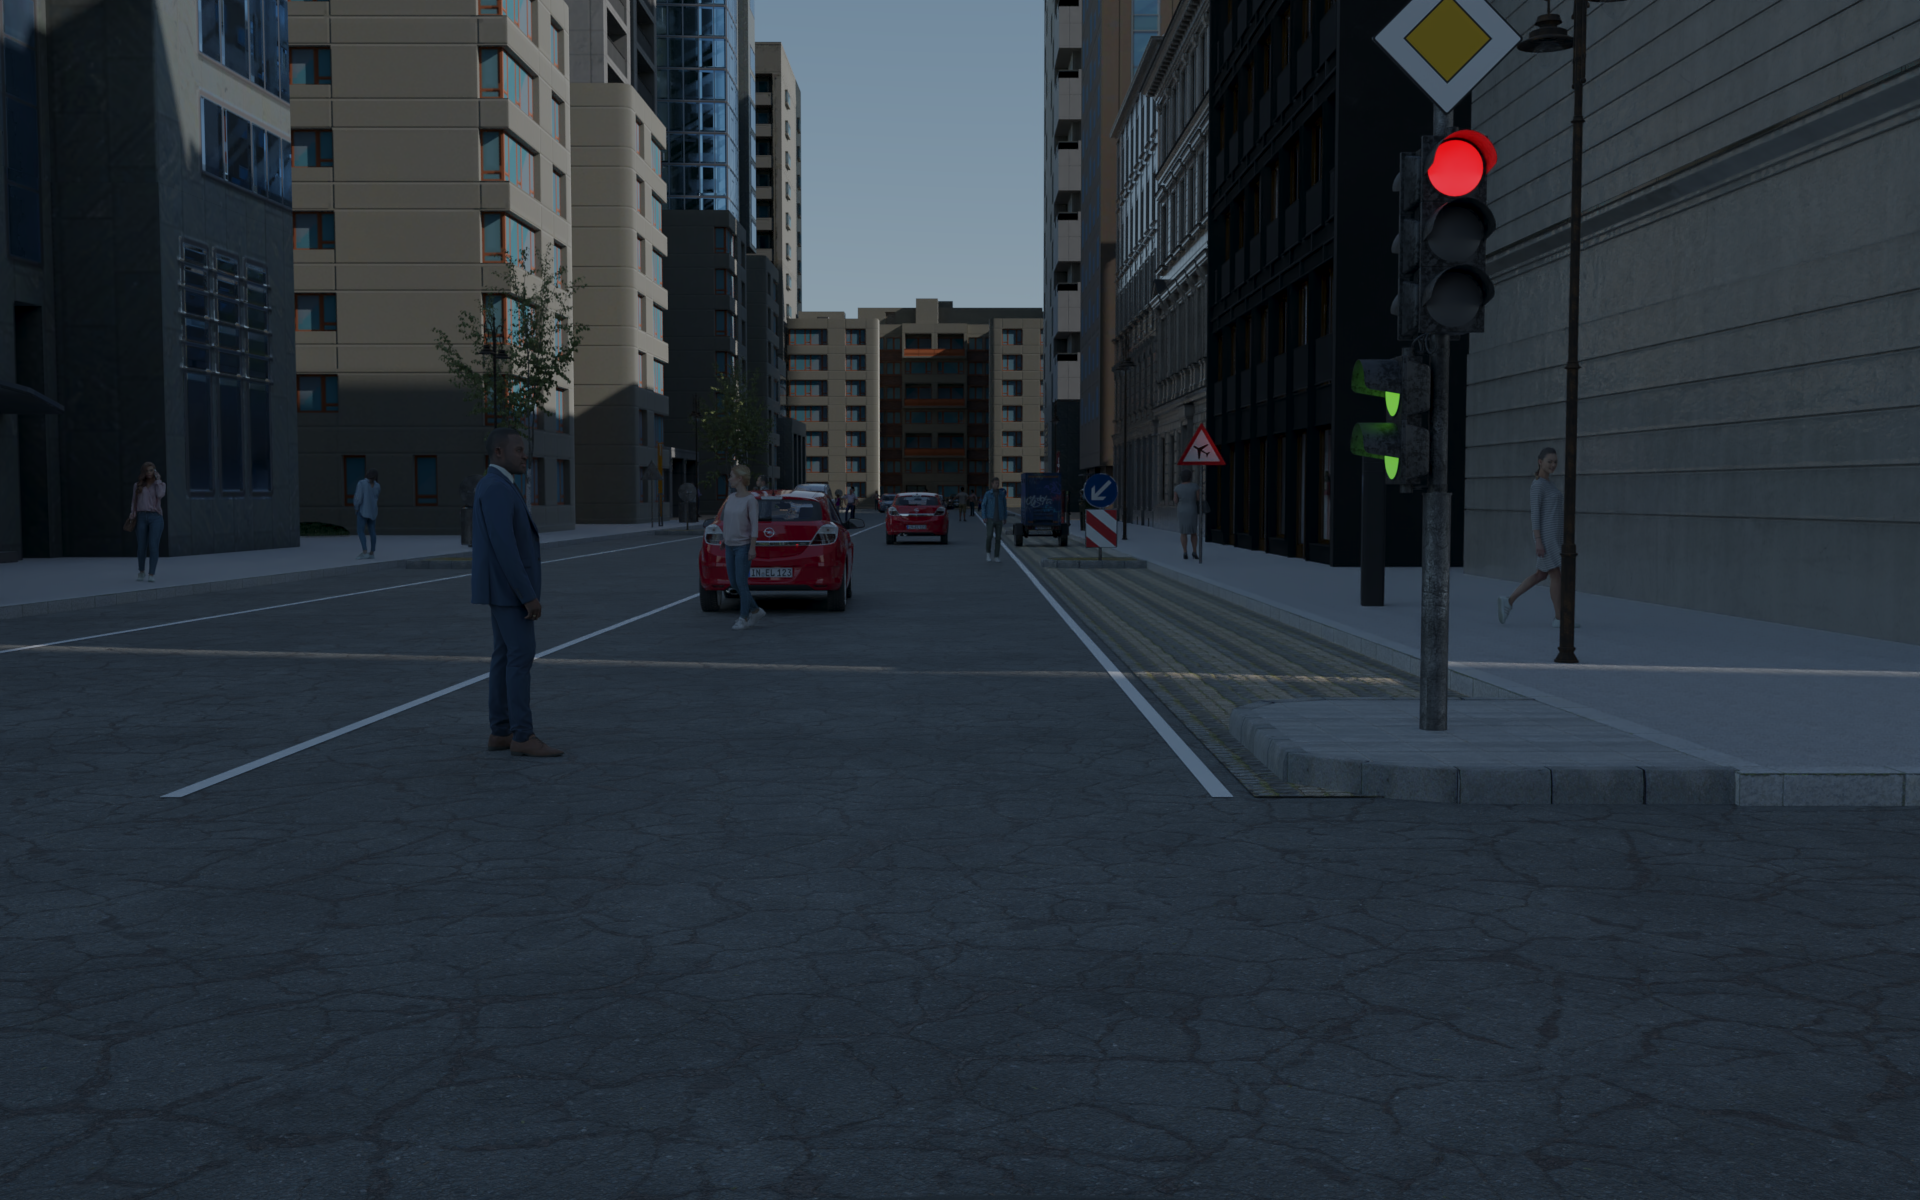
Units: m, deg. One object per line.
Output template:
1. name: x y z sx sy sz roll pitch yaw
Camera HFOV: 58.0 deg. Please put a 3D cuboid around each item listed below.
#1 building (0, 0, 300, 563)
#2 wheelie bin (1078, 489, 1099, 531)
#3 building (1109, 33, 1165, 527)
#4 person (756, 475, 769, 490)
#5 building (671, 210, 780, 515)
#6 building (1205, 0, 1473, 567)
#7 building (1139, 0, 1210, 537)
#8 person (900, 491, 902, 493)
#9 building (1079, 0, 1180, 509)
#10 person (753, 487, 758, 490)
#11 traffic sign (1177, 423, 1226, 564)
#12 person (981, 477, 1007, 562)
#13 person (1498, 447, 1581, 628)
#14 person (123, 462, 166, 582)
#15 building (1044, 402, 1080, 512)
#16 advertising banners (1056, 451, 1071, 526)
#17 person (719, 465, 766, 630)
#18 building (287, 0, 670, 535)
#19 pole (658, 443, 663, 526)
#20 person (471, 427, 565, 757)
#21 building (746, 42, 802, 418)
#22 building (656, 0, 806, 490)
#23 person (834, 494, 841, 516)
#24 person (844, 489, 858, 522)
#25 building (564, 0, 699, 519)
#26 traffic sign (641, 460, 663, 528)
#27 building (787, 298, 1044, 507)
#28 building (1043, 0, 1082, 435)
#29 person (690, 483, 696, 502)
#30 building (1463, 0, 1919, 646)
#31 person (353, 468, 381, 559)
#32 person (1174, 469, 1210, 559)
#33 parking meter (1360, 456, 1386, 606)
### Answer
1. building: -25.184 -43.504 23.965 22.319 86.520 31.000 0 3 0
2. wheelie bin: 4.506 -3.207 60.340 0.693 1.594 0.980 -1 4 -15
3. building: 12.075 -13.801 74.802 9.793 20.994 18.267 0 3 0
4. person: -3.925 -1.567 34.221 0.767 1.812 0.694 0 4 -8
5. building: -27.854 -16.818 120.006 27.650 21.520 28.899 0 3 0
6. building: 12.681 -12.714 37.559 12.332 23.373 15.834 0 3 0
7. building: 11.962 -11.665 55.351 10.561 19.102 19.286 0 3 0
8. person: -5.298 -9.127 158.263 0.617 1.759 0.750 3 4 37
9. building: 13.858 -27.043 92.267 14.600 45.320 14.200 0 3 0
10. person: -9.768 -4.493 82.360 0.834 1.777 0.661 3 5 44
11. traffic sign: 4.436 -1.949 31.878 0.884 2.594 0.081 0 4 7
12. person: 0.720 -1.681 36.324 0.601 1.785 0.444 -1 4 -13
13. person: 5.593 -0.603 16.659 0.760 1.731 0.466 0 4 3
14. person: -11.931 -1.148 25.406 0.593 1.750 0.643 -1 4 -13
15. building: 17.572 -49.006 113.919 22.319 86.520 31.000 0 3 0
16. advertising banners: 4.147 -4.487 69.544 0.090 3.025 2.074 -1 4 -12
17. person: -2.305 -0.567 18.442 0.731 1.740 0.598 3 4 37
18. building: -27.684 -13.617 67.678 27.650 21.520 28.899 0 3 0
19. pole: -11.883 -4.577 68.671 0.158 3.312 0.155 0 3 0
20. person: -2.507 -0.058 9.623 0.419 1.800 0.721 -2 4 -28
21. building: -27.829 -34.000 179.595 21.600 48.544 21.300 0 3 0
22. building: -29.674 -50.974 146.103 31.000 86.520 22.319 0 3 0
23. person: -7.013 -5.316 98.640 0.599 1.433 0.991 1 4 15
24. person: -5.574 -4.811 88.094 0.756 1.711 0.436 1 4 15
25. building: -25.325 -40.094 93.782 20.563 71.187 20.611 0 3 0
26. traffic sign: -11.785 -4.053 66.277 0.884 2.594 0.081 0 4 1
27. building: -2.581 -20.755 184.384 28.899 21.520 27.650 0 3 0
28. building: 20.977 -33.939 144.144 28.713 52.752 27.495 0 3 0
29. person: -12.507 -4.585 81.101 0.391 1.810 0.635 -2 4 -35
30. building: 29.548 -14.846 19.142 44.131 29.872 17.030 0 3 0
31. person: -11.720 -1.710 34.263 0.793 1.790 0.793 0 4 0
32. person: 4.572 -1.693 34.083 0.716 1.782 0.532 1 4 13
33. parking meter: 4.753 -0.869 19.916 0.255 1.863 0.399 1 4 11
